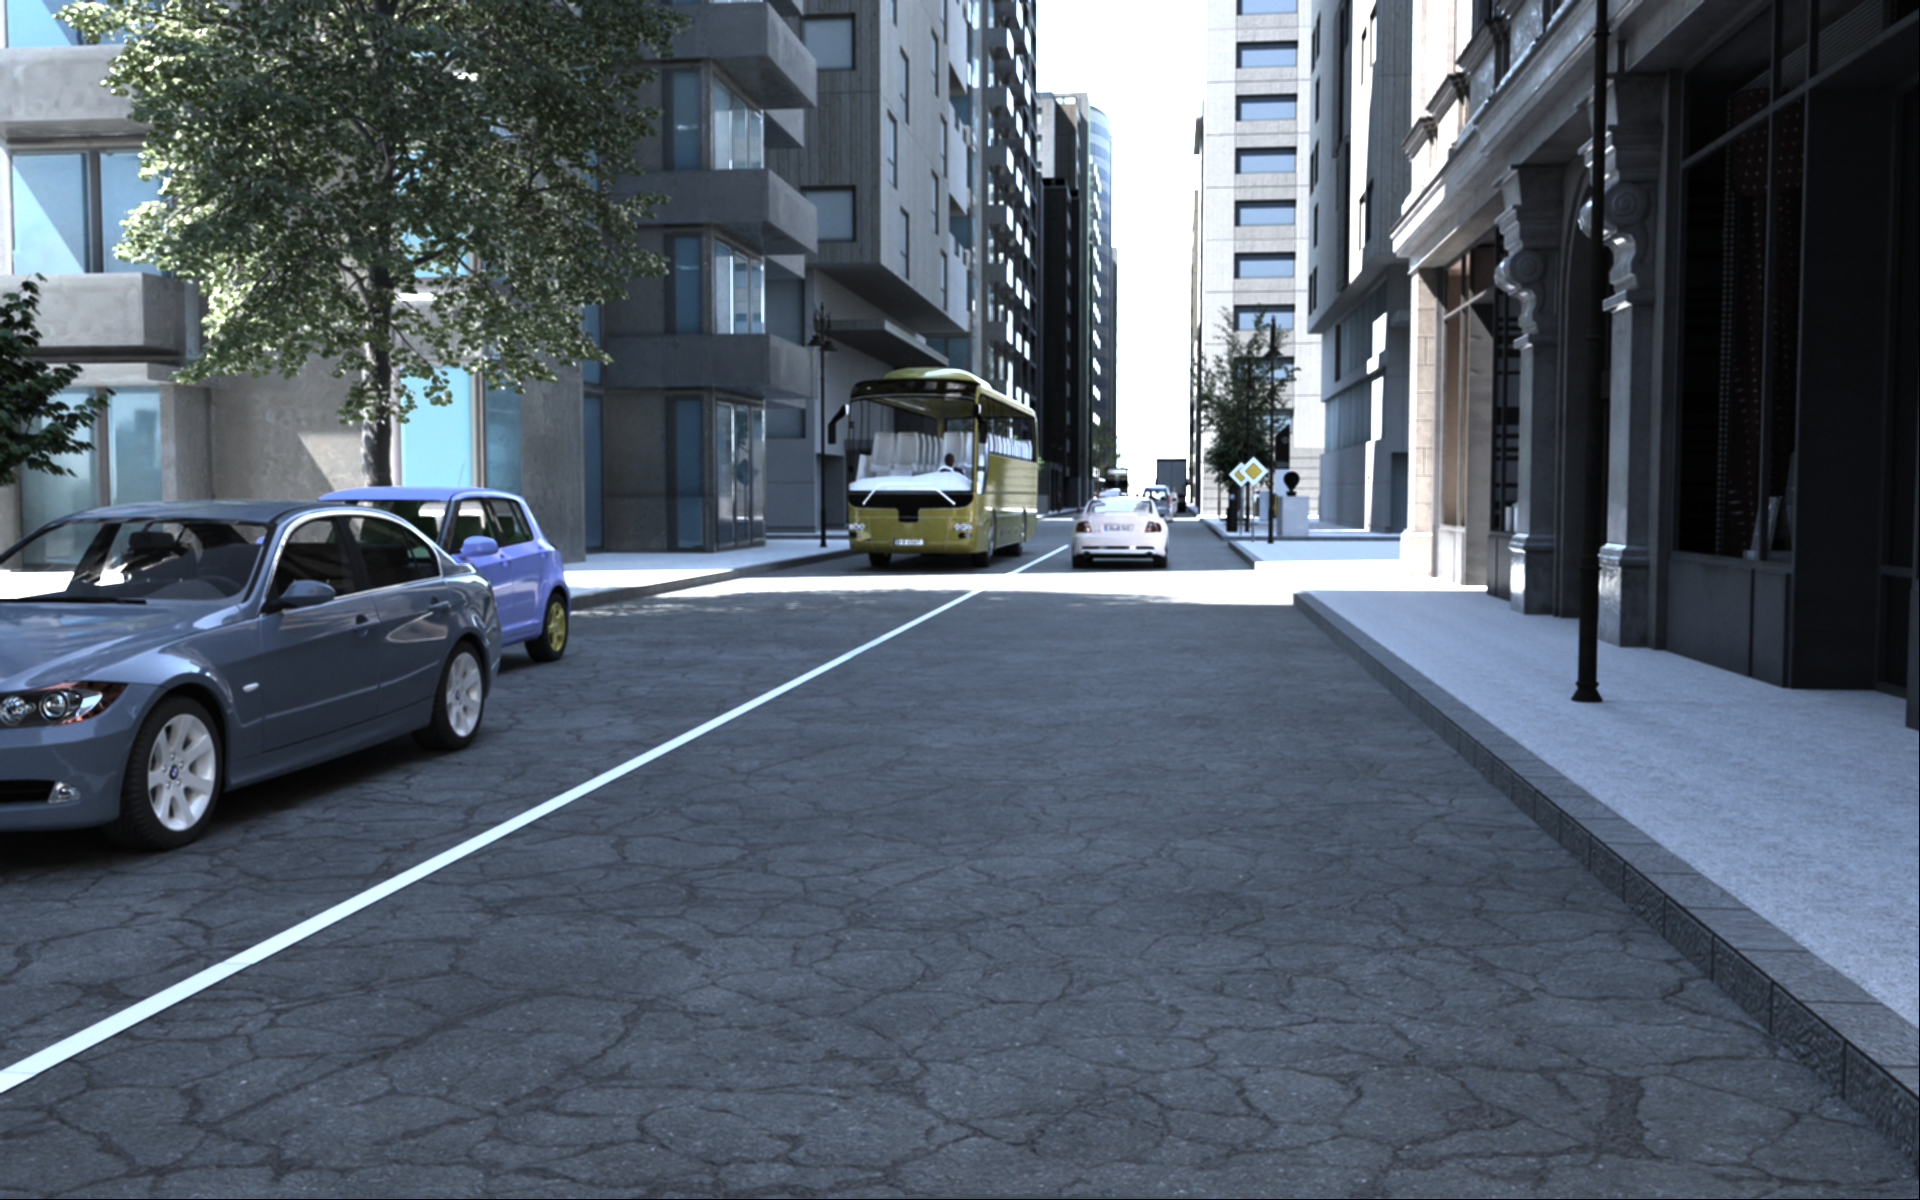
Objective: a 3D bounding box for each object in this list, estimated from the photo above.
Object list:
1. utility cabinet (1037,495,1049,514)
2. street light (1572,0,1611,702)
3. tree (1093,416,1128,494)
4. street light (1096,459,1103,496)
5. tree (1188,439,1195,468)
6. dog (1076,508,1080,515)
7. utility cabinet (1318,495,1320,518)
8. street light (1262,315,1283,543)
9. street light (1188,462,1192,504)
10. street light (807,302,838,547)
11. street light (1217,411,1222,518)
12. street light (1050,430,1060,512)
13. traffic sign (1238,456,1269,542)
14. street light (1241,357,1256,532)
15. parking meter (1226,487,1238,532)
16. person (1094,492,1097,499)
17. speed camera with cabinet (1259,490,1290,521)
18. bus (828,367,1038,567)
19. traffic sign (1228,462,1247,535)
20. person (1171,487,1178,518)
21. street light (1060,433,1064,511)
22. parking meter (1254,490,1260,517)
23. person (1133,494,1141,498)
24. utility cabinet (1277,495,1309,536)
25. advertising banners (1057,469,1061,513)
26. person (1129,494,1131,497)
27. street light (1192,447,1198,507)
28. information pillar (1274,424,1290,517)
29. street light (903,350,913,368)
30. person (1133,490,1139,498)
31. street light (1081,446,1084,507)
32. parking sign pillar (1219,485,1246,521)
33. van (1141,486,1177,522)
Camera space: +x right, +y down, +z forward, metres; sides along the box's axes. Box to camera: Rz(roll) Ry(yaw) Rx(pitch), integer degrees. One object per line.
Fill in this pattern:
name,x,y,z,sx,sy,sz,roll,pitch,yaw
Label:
utility cabinet,5.113,-6.043,109.965,1.020,1.237,0.306,2,4,25
street light,3.891,-2.311,10.571,0.468,5.910,1.993,0,4,7
tree,16.768,-16.675,207.053,7.601,10.594,8.767,-2,4,-29
street light,15.914,-13.897,199.997,0.468,5.910,1.993,0,4,7
tree,29.632,-16.012,212.154,4.360,8.622,3.978,0,3,0
dog,8.053,-6.049,118.185,0.406,0.507,0.540,-2,4,-28
utility cabinet,19.731,-4.997,92.869,1.020,1.237,0.306,0,4,3
street light,8.077,-4.408,44.856,0.468,5.910,1.993,0,4,7
street light,27.484,-14.144,204.036,0.468,5.910,1.993,0,4,7
street light,-3.317,-4.225,41.861,0.468,5.910,1.993,0,4,7
street light,13.983,-7.371,93.310,0.468,5.910,1.993,0,4,7
street light,6.718,-9.293,124.735,0.468,5.910,1.993,0,4,7
traffic sign,7.794,-2.593,46.041,0.795,2.450,0.064,0,4,7
street light,9.741,-5.249,58.605,0.468,5.910,1.993,0,4,7
parking meter,9.266,-3.093,58.979,0.372,1.533,0.369,0,3,0
person,16.442,-12.239,209.282,0.551,1.740,0.621,-1,4,-21
speed camera with cabinet,15.182,-5.424,83.024,2.038,3.252,0.660,-3,5,-44
bus,-0.137,-2.795,37.242,2.896,3.916,12.252,0,4,8
traffic sign,8.756,-3.078,53.968,0.795,2.450,0.064,0,4,7
person,12.881,-5.865,104.277,0.514,1.842,0.818,2,4,32
street light,7.616,-9.702,131.417,0.468,5.910,1.993,0,4,7
parking meter,16.416,-5.345,95.795,0.372,1.533,0.369,0,3,0
person,22.196,-12.701,216.175,1.348,1.822,0.705,1,4,21
utility cabinet,10.215,-2.570,53.186,1.020,1.237,0.306,-2,4,-26
advertising banners,6.927,-7.630,120.940,0.090,3.025,2.074,1,4,9
person,25.975,-15.526,265.573,0.991,1.433,0.599,-2,4,-28
street light,23.258,-12.047,169.755,0.468,5.910,1.993,0,4,7
information pillar,10.709,-4.046,57.506,0.504,3.616,0.183,1,4,9
street light,-1.659,-5.054,55.422,0.468,5.910,1.993,0,4,7
person,17.625,-10.109,173.644,0.599,1.838,0.709,0,4,-5
street light,11.701,-11.800,165.715,0.468,5.910,1.993,0,4,7
parking sign pillar,12.978,-5.699,81.644,1.447,3.967,1.447,1,4,18
van,10.157,-5.043,89.457,2.013,2.044,4.112,1,4,8
